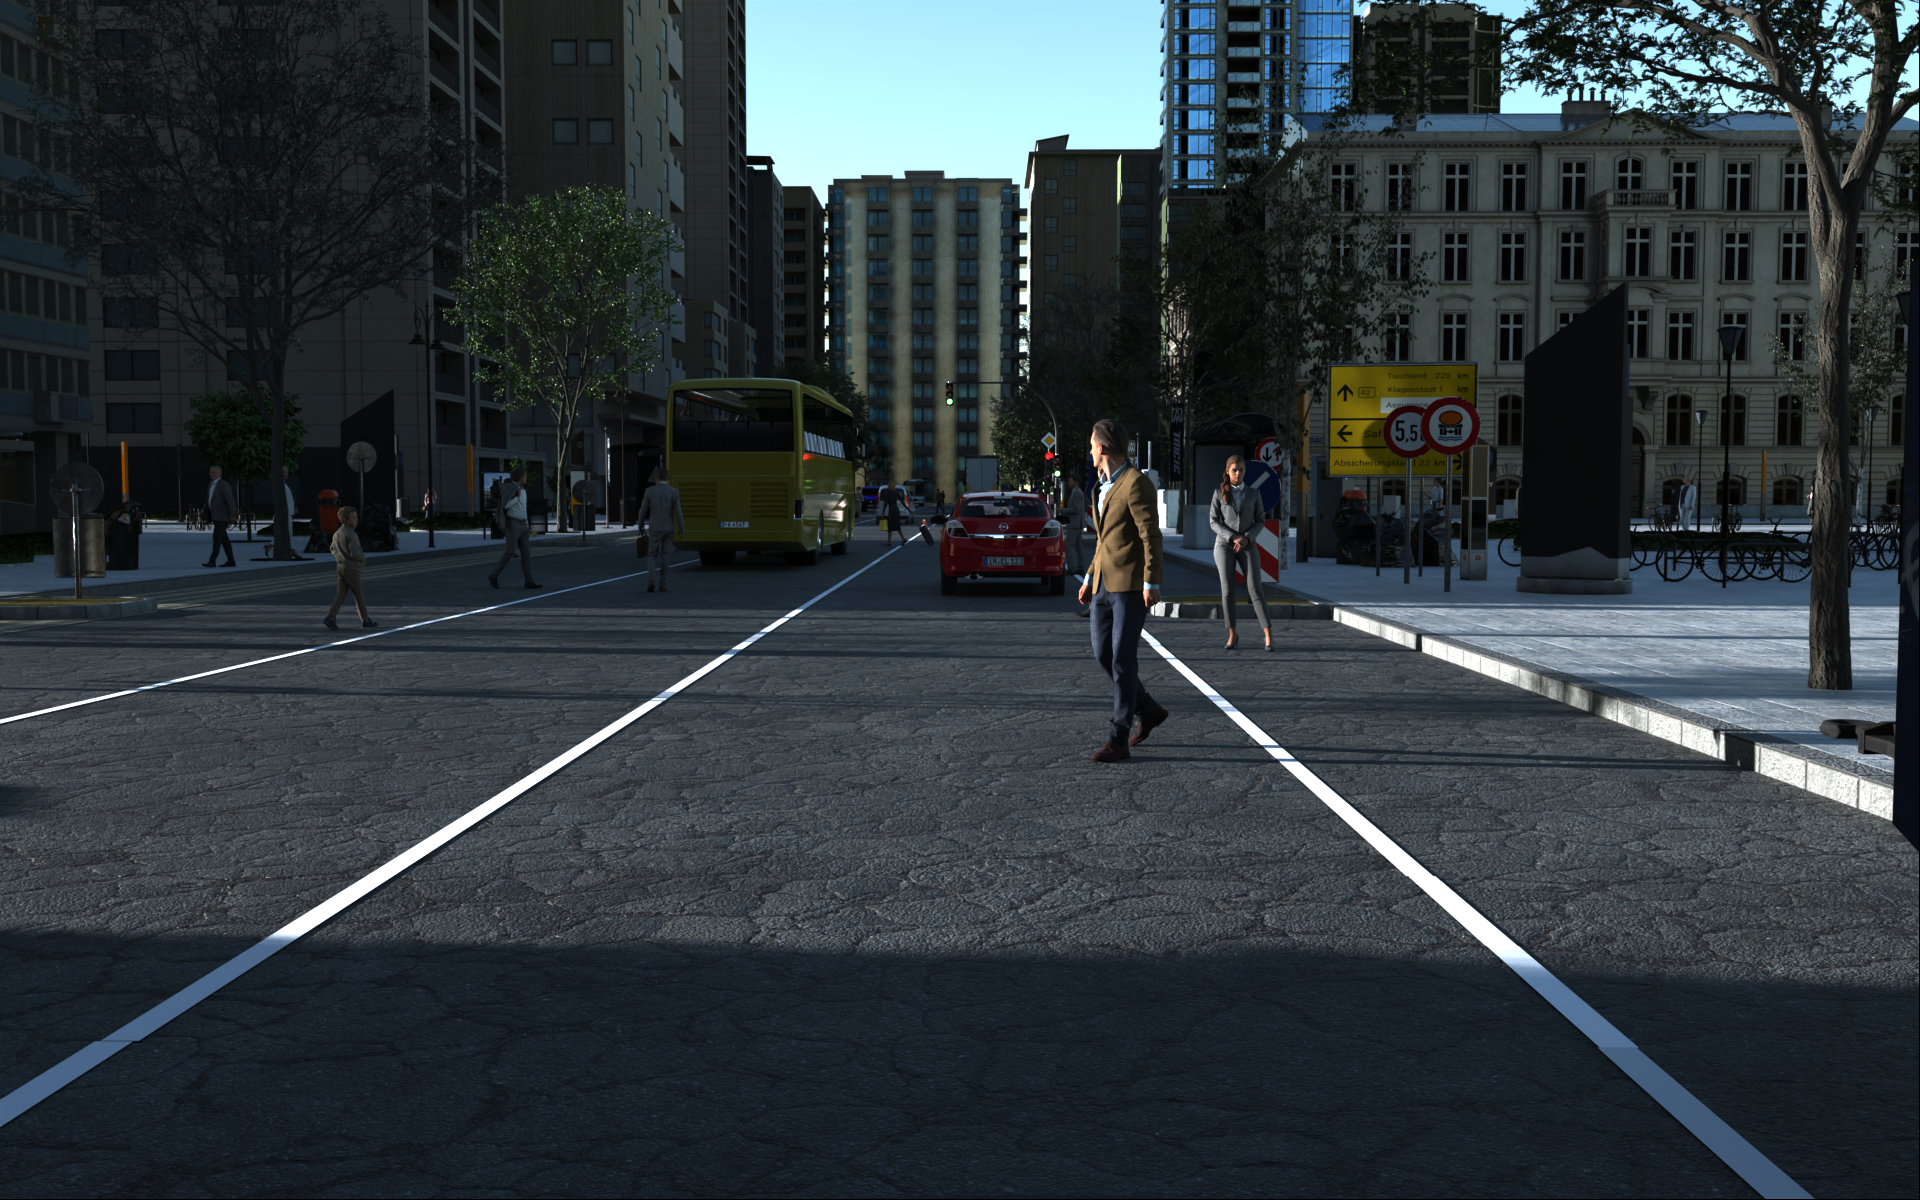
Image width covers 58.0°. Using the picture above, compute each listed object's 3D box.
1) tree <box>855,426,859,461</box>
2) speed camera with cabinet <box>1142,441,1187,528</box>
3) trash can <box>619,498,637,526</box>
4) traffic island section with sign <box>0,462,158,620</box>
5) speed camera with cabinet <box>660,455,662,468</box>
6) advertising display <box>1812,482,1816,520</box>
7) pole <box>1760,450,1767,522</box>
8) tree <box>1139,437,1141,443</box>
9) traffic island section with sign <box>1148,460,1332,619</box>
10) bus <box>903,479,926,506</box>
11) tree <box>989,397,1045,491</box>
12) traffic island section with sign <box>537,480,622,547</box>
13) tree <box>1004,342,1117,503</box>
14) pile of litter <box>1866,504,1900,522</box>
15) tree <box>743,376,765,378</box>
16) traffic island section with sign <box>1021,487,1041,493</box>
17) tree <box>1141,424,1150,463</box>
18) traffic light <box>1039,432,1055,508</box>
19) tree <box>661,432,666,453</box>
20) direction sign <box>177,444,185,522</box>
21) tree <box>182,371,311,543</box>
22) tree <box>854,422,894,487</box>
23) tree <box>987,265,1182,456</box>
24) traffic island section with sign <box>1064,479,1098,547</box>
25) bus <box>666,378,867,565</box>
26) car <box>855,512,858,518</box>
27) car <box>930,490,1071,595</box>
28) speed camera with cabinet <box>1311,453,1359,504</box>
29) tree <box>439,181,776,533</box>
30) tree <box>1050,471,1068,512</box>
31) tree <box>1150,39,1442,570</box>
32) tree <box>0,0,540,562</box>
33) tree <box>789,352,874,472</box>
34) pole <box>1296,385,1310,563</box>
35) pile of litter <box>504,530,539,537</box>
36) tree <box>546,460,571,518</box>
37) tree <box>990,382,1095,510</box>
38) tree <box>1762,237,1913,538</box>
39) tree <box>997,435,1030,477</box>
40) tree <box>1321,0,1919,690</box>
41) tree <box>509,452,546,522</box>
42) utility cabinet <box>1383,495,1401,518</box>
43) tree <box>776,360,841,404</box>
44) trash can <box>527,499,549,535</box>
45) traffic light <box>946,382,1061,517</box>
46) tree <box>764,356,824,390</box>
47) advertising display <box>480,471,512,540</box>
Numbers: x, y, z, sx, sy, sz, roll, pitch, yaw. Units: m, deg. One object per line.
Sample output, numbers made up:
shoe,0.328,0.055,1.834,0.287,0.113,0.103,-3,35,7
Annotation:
tree,-11.582,-13.489,170.901,4.360,8.622,3.978,0,3,0
speed camera with cabinet,7.597,-4.348,65.432,2.038,3.252,0.660,-2,4,-31
trash can,-13.231,-3.510,69.049,0.748,1.137,0.748,0,3,0
traffic island section with sign,-10.734,-0.727,20.519,1.989,1.847,2.006,0,4,1
speed camera with cabinet,-15.069,-5.748,88.314,0.660,3.252,2.038,1,4,19
advertising display,34.027,-3.865,68.399,0.974,1.923,0.123,-2,4,-25
pole,37.517,-5.322,80.861,0.158,3.312,0.155,0,3,0
tree,15.221,-10.873,128.133,4.360,8.622,3.978,0,3,0
traffic island section with sign,3.290,-0.746,20.824,1.989,1.847,2.006,0,4,1
bus,-5.585,-13.214,210.910,2.948,3.499,13.247,0,4,-1
tree,8.325,-19.682,228.458,9.857,13.997,8.962,0,3,0
traffic island section with sign,-10.376,-2.376,47.483,1.989,1.847,2.006,0,4,1
tree,7.324,-11.738,117.667,9.928,11.665,9.643,0,3,0
pile of litter,42.750,-4.033,79.902,1.176,0.858,1.719,-3,5,-42
tree,-12.384,-9.572,106.866,4.360,8.622,3.978,0,3,0
traffic island section with sign,4.395,-5.802,103.493,1.989,1.847,2.006,0,4,1
tree,14.786,-9.962,113.233,4.360,8.622,3.978,0,3,0
traffic light,4.005,-5.458,78.153,0.839,4.253,0.868,0,4,1
tree,-19.106,-10.441,121.067,4.360,8.622,3.978,0,3,0
direction sign,-35.525,-5.314,78.873,0.379,3.537,0.876,-1,4,-14
tree,-18.999,-3.829,46.324,4.285,4.588,4.351,0,3,0
tree,-11.107,-16.311,201.089,7.601,10.594,8.767,0,4,8
tree,6.981,-11.149,92.654,12.009,13.543,11.850,0,3,0
traffic island section with sign,3.647,-2.399,47.857,1.989,1.847,2.006,0,4,1
bus,-3.967,-2.824,37.715,2.896,3.916,12.252,0,4,2
car,-7.071,-5.902,106.284,2.009,1.686,4.222,0,4,-1
car,0.616,-1.041,26.061,2.155,1.783,4.494,0,4,0
speed camera with cabinet,8.633,-2.782,39.825,0.660,3.252,2.038,2,4,28
tree,-12.972,-8.019,56.863,9.928,11.665,9.643,0,3,0
tree,6.867,-7.886,123.542,1.663,3.219,1.824,0,3,0
tree,5.740,-4.816,29.100,4.360,8.622,3.978,0,3,0
tree,-13.177,-7.494,32.898,12.009,13.543,11.850,0,3,0
tree,-11.888,-15.125,153.950,9.857,13.997,8.962,0,3,0
pole,6.425,-2.360,32.435,0.158,3.312,0.155,0,3,0
pile of litter,-13.270,-2.337,52.179,1.176,0.858,1.719,0,4,-1
tree,-21.996,-6.128,94.791,1.663,3.219,1.824,0,3,0
tree,7.739,-13.871,143.797,9.611,12.733,9.660,0,3,0
tree,25.742,-6.084,49.831,4.360,8.622,3.978,0,3,0
tree,8.489,-15.851,193.569,7.601,10.594,8.767,3,5,43
tree,5.420,-4.689,11.078,7.601,10.594,8.767,-1,4,-15
tree,-20.345,-5.193,79.507,1.663,3.219,1.824,0,3,0
utility cabinet,20.025,-4.229,80.301,0.306,1.237,1.020,-1,4,-19
tree,-12.911,-12.840,135.695,9.928,11.665,9.643,0,3,0
trash can,-13.338,-2.635,54.734,0.748,1.137,0.748,0,3,0
traffic light,1.806,-5.834,70.055,4.771,5.953,1.251,0,4,1
tree,-11.672,-11.135,116.469,7.601,10.594,8.767,0,4,-3
advertising display,-13.138,-2.685,49.116,0.123,1.923,0.974,3,5,40
